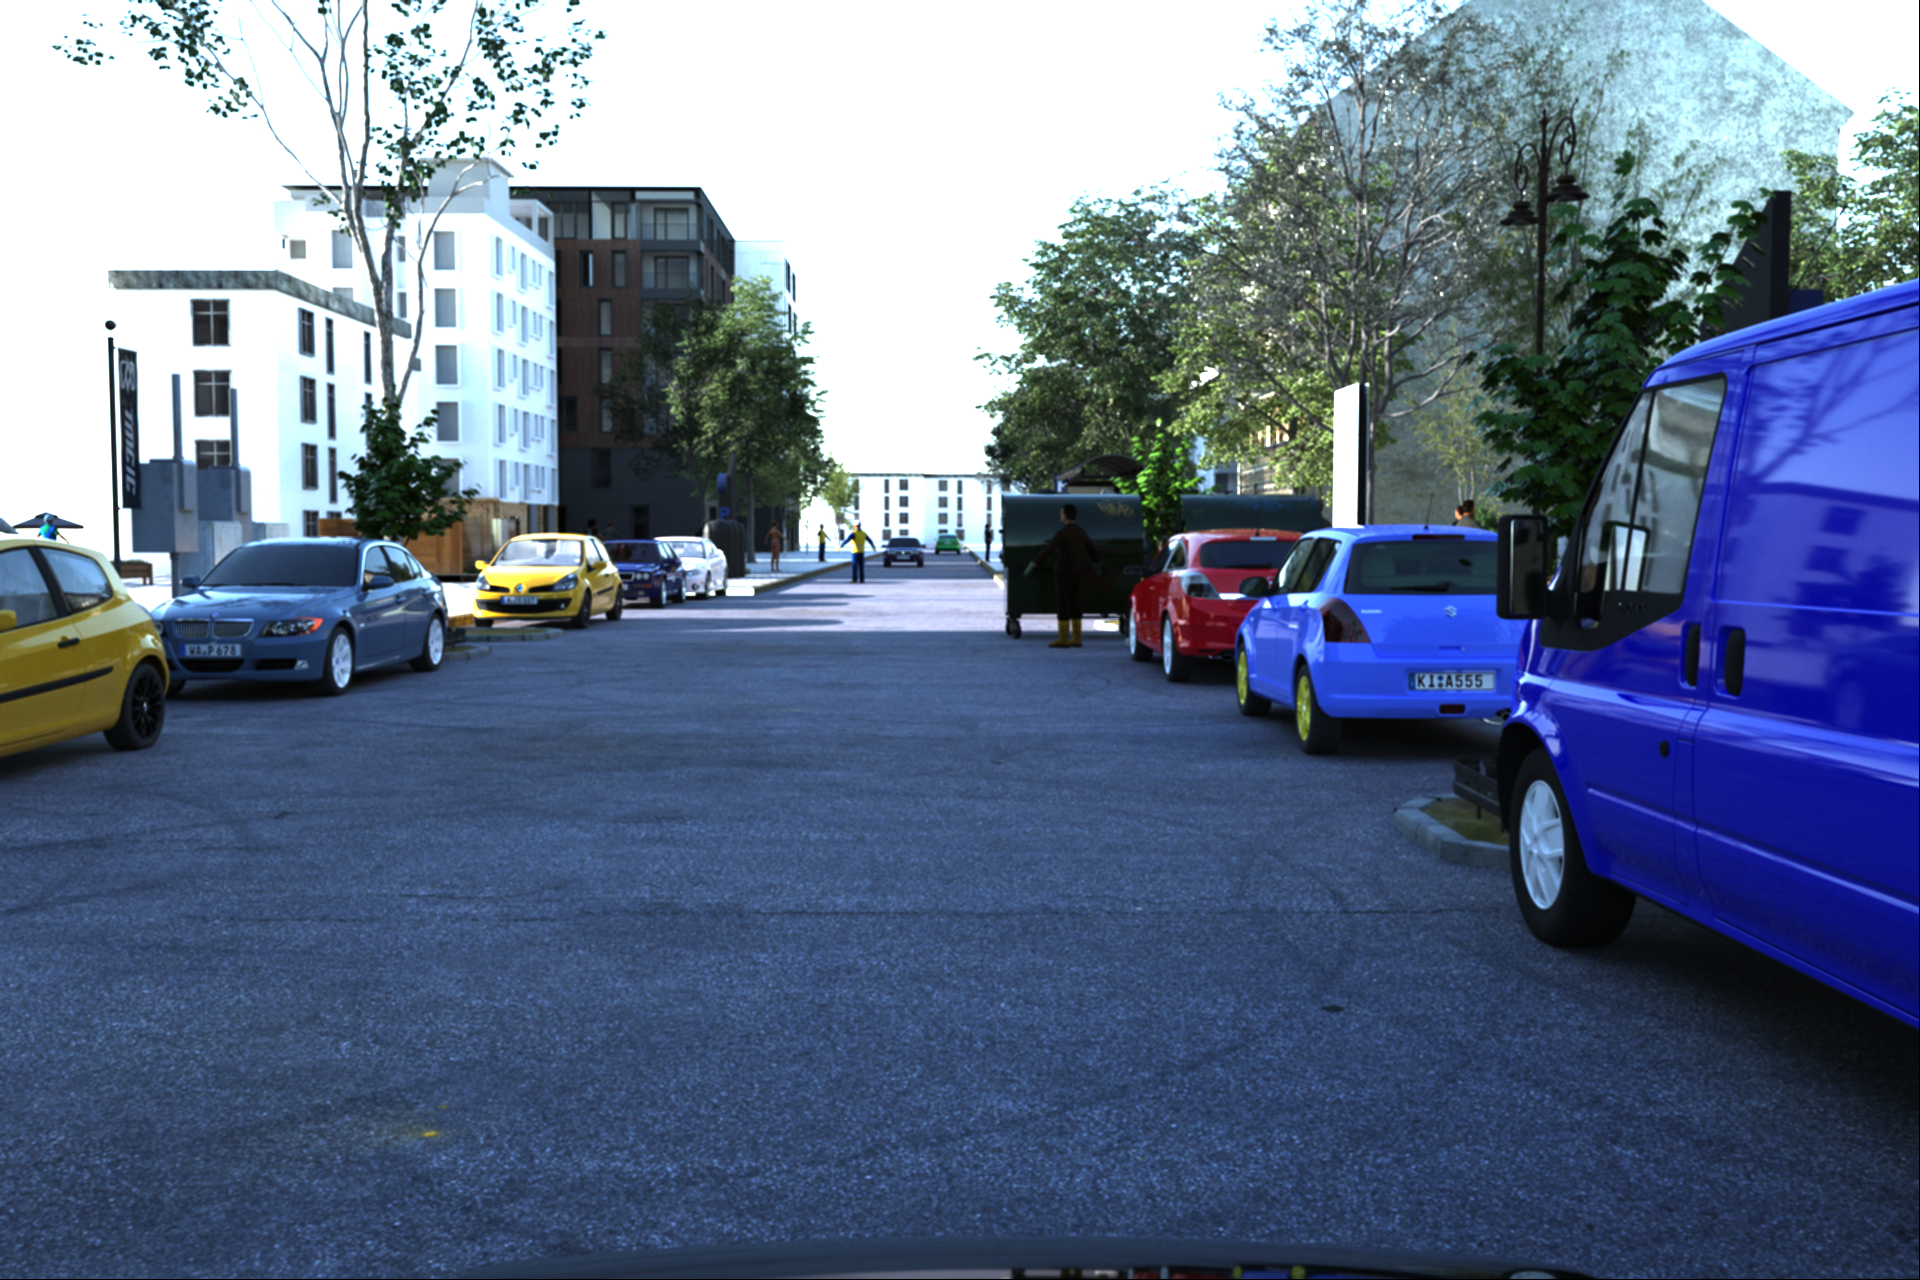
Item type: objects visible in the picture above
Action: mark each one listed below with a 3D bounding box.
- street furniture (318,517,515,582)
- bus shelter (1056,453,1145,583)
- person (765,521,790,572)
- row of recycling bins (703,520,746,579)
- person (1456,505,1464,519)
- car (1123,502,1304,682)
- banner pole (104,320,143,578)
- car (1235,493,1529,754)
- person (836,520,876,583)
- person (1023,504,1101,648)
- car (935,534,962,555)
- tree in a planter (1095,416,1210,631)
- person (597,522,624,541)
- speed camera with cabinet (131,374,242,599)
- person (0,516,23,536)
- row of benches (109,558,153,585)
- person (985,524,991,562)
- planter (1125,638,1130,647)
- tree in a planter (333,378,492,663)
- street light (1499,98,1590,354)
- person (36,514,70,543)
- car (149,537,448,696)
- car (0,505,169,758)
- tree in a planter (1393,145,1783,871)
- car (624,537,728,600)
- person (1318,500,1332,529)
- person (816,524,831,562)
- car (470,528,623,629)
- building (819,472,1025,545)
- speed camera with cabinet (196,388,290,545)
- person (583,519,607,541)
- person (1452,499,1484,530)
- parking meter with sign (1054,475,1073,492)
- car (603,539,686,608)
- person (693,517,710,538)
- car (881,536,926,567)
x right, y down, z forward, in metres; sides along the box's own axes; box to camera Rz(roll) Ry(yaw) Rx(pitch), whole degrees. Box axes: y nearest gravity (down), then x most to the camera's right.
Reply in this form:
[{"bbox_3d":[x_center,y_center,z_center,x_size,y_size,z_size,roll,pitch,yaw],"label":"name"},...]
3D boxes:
[{"bbox_3d":[-14.112,-2.603,49.413,9.812,1.723,11.010,0,4,3],"label":"street furniture"},{"bbox_3d":[3.767,-3.195,46.169,2.014,3.302,5.546,0,4,-1],"label":"bus shelter"},{"bbox_3d":[-6.255,-3.206,59.223,1.217,1.733,0.721,3,5,41],"label":"person"},{"bbox_3d":[-6.905,-2.693,51.144,1.069,1.692,3.534,0,4,0],"label":"row of recycling bins"},{"bbox_3d":[9.279,-1.591,32.166,1.344,1.810,0.704,-2,4,-27],"label":"person"},{"bbox_3d":[2.856,-0.565,18.277,2.155,1.783,4.494,0,4,-1],"label":"car"},{"bbox_3d":[-9.915,-1.868,20.552,0.401,3.779,0.863,0,4,0],"label":"banner pole"},{"bbox_3d":[3.059,-0.183,12.581,1.945,1.707,3.694,0,4,0],"label":"car"},{"bbox_3d":[-3.001,-2.587,50.728,1.349,1.833,0.705,-2,4,-35],"label":"person"},{"bbox_3d":[1.357,-0.816,21.929,1.346,1.812,0.704,-3,5,-42],"label":"person"},{"bbox_3d":[-0.855,-6.927,122.051,1.959,1.807,4.718,0,3,0],"label":"car"},{"bbox_3d":[3.079,-1.783,26.371,1.991,3.239,1.994,0,4,1],"label":"tree in a planter"},{"bbox_3d":[-14.681,-4.069,72.796,1.348,1.796,0.705,0,4,7],"label":"person"},{"bbox_3d":[-9.880,-1.702,22.164,0.660,3.252,2.038,0,4,-1],"label":"speed camera with cabinet"},{"bbox_3d":[-9.054,-0.582,15.983,1.216,1.778,0.721,-3,5,-44],"label":"person"},{"bbox_3d":[-21.968,-1.663,42.660,4.104,0.672,1.422,-3,5,-41],"label":"row of benches"},{"bbox_3d":[1.352,-4.425,79.074,0.721,1.740,1.216,0,4,2],"label":"person"},{"bbox_3d":[3.130,-0.055,22.044,1.991,0.319,1.994,0,4,-1],"label":"planter"},{"bbox_3d":[-6.588,-1.400,20.107,1.991,3.239,1.994,0,4,1],"label":"tree in a planter"},{"bbox_3d":[6.356,-2.827,19.007,0.468,5.910,1.993,0,4,0],"label":"street light"},{"bbox_3d":[-24.756,-2.512,47.191,1.347,1.817,0.704,1,4,19],"label":"person"},{"bbox_3d":[-6.340,-0.297,16.851,2.014,1.417,4.499,0,3,0],"label":"car"},{"bbox_3d":[-6.242,0.005,10.148,2.015,1.641,3.980,0,4,-1],"label":"car"},{"bbox_3d":[3.112,-0.659,8.004,1.991,3.239,1.994,0,3,0],"label":"tree in a planter"},{"bbox_3d":[-6.398,-1.645,39.251,2.083,1.381,4.827,0,4,0],"label":"car"},{"bbox_3d":[5.426,-1.243,26.502,1.348,1.807,0.705,-3,4,-37],"label":"person"},{"bbox_3d":[-6.345,-4.525,80.445,0.721,1.772,1.216,2,4,28],"label":"person"},{"bbox_3d":[-6.489,-1.050,27.395,2.015,1.641,3.980,0,4,0],"label":"car"},{"bbox_3d":[-5.014,-17.810,235.800,28.070,9.664,9.099,0,4,-3],"label":"building"},{"bbox_3d":[-10.068,-1.833,24.299,0.660,3.252,2.038,0,4,-1],"label":"speed camera with cabinet"},{"bbox_3d":[-13.585,-3.546,64.118,1.345,1.843,0.704,2,4,30],"label":"person"},{"bbox_3d":[7.952,-1.284,27.058,0.705,1.821,1.348,-2,4,-31],"label":"person"},{"bbox_3d":[3.094,-3.321,50.554,0.543,3.016,1.738,0,4,-2],"label":"parking meter with sign"},{"bbox_3d":[-6.585,-1.355,34.736,1.945,1.354,3.894,0,4,0],"label":"car"},{"bbox_3d":[-8.556,-3.229,58.580,1.354,1.856,0.705,-1,4,-21],"label":"person"},{"bbox_3d":[-2.462,-3.885,76.096,1.945,1.354,3.894,0,4,-1],"label":"car"}]
